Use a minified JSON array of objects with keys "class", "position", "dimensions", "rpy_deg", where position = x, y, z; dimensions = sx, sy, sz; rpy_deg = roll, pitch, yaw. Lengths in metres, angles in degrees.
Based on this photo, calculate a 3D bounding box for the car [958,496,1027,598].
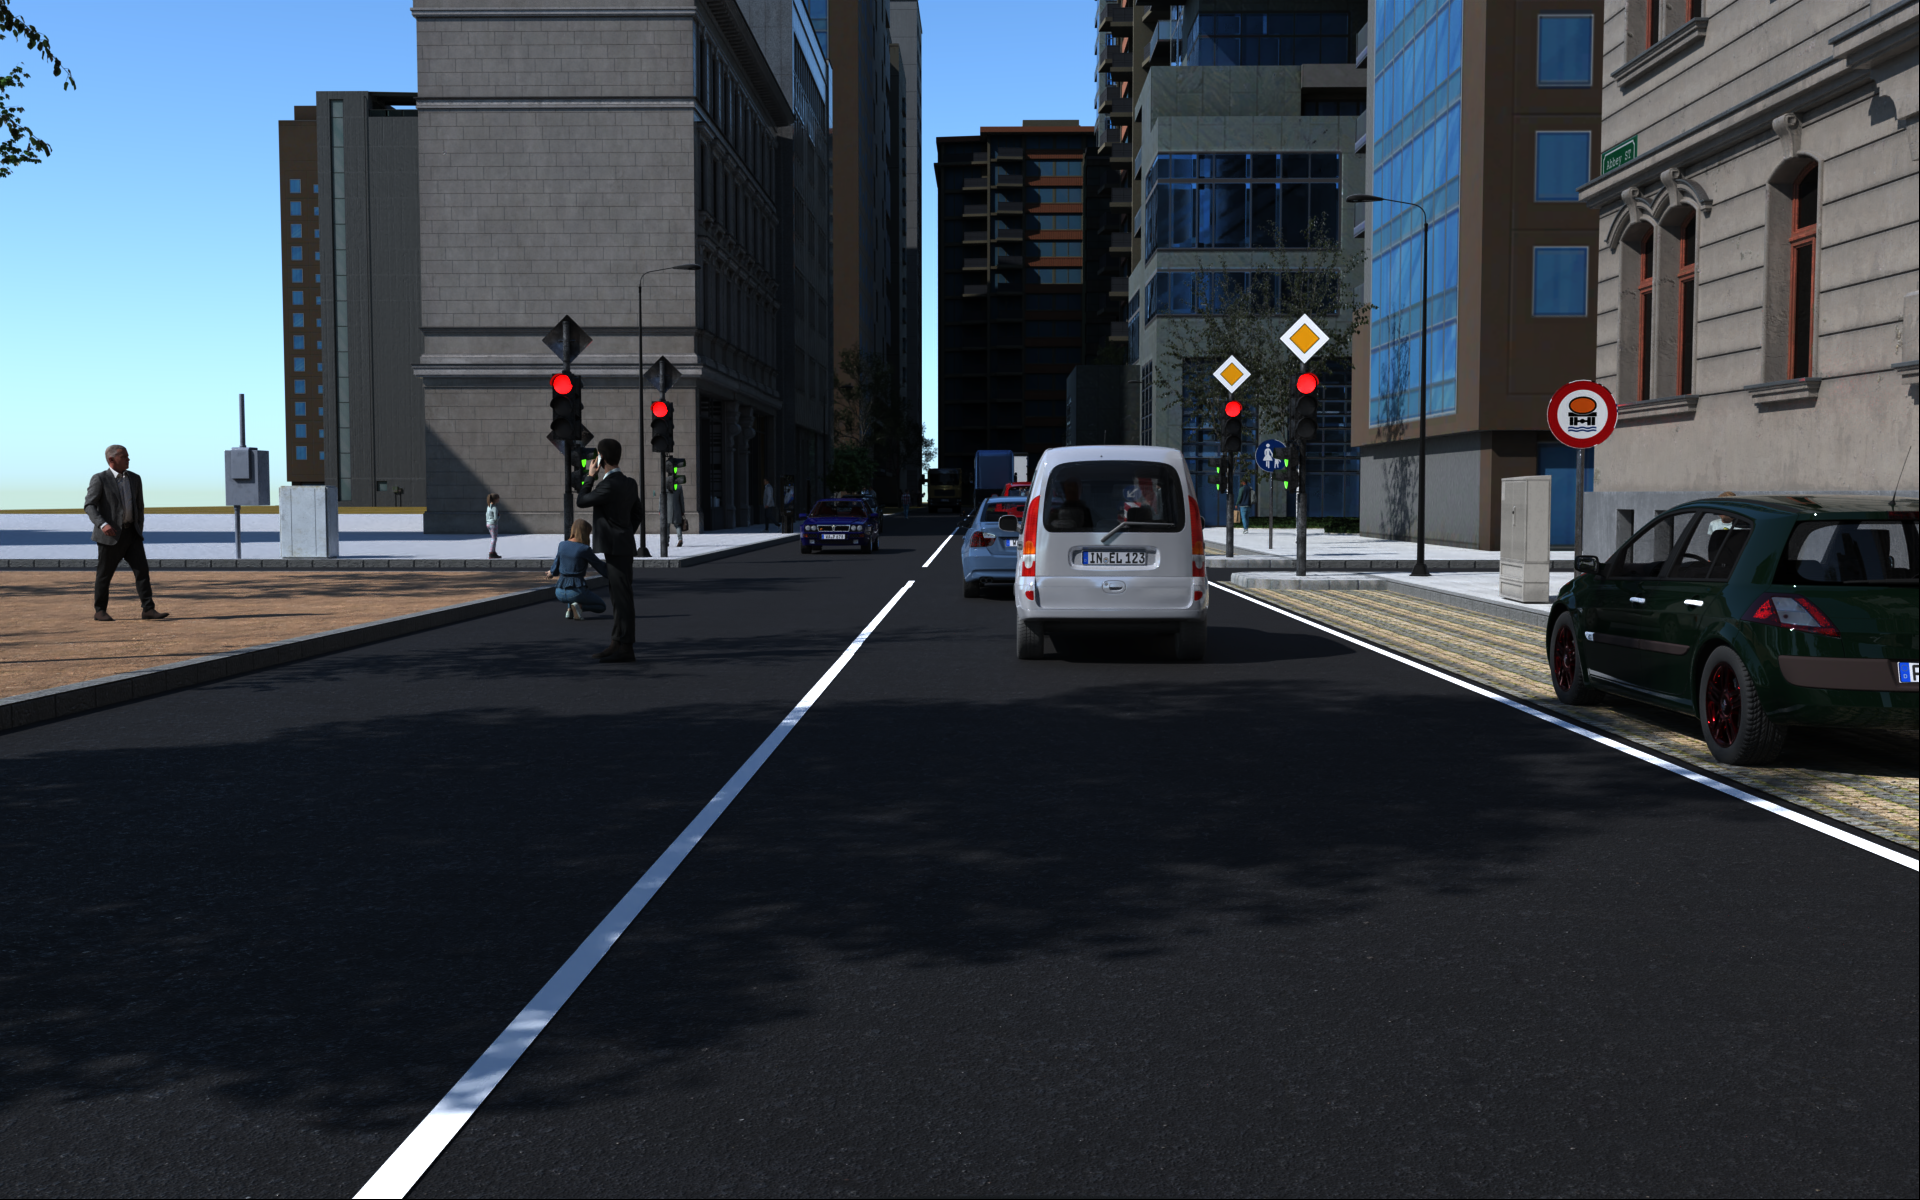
[{"class":"car","position":[0.950,-0.807,25.205],"dimensions":[2.014,1.417,4.499],"rpy_deg":[0,4,2]}]

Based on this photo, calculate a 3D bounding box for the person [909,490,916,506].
[{"class":"person","position":[-4.949,-10.837,183.754],"dimensions":[0.617,1.759,0.750],"rpy_deg":[3,5,43]}]

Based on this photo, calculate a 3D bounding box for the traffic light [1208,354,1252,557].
[{"class":"traffic light","position":[5.451,-2.818,34.996],"dimensions":[0.839,4.253,0.868],"rpy_deg":[0,4,1]}]

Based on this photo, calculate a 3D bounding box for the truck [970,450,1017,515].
[{"class":"truck","position":[2.151,-6.754,100.183],"dimensions":[2.967,4.110,18.799],"rpy_deg":[0,4,0]}]

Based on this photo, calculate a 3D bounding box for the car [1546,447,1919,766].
[{"class":"car","position":[4.903,-0.043,10.482],"dimensions":[2.009,1.686,4.222],"rpy_deg":[0,4,2]}]

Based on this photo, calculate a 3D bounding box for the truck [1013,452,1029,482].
[{"class":"truck","position":[3.495,-8.158,122.289],"dimensions":[2.839,4.237,11.283],"rpy_deg":[0,4,1]}]

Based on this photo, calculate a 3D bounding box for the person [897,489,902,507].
[{"class":"person","position":[-5.578,-9.356,159.733],"dimensions":[0.721,1.735,1.217],"rpy_deg":[1,4,11]}]

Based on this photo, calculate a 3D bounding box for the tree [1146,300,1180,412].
[{"class":"tree","position":[8.038,-6.250,52.552],"dimensions":[4.360,8.622,3.978],"rpy_deg":[0,3,0]}]

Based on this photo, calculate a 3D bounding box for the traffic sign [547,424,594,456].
[{"class":"traffic sign","position":[-6.261,-1.717,27.800],"dimensions":[0.795,2.593,0.064],"rpy_deg":[0,4,8]}]

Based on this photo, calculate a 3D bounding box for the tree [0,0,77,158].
[{"class":"tree","position":[-8.042,-3.792,12.370],"dimensions":[4.360,8.622,3.978],"rpy_deg":[0,3,0]}]

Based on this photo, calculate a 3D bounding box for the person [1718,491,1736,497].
[{"class":"person","position":[6.757,-0.306,15.292],"dimensions":[0.306,1.304,0.590],"rpy_deg":[2,4,29]}]

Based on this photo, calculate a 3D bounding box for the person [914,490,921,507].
[{"class":"person","position":[-4.191,-9.981,170.034],"dimensions":[0.742,1.727,0.445],"rpy_deg":[1,4,14]}]

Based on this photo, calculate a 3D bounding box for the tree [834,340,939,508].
[{"class":"tree","position":[-6.527,-10.500,106.093],"dimensions":[8.767,10.594,7.601],"rpy_deg":[1,4,14]}]

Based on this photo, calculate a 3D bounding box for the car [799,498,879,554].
[{"class":"car","position":[-2.949,-1.848,42.797],"dimensions":[1.945,1.354,3.894],"rpy_deg":[0,4,1]}]

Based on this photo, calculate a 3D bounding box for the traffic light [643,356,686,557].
[{"class":"traffic light","position":[-6.009,-2.828,35.160],"dimensions":[0.839,4.253,0.868],"rpy_deg":[0,4,1]}]

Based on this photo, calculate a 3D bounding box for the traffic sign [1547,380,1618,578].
[{"class":"traffic sign","position":[6.935,-1.179,19.382],"dimensions":[0.768,2.556,0.104],"rpy_deg":[0,4,7]}]

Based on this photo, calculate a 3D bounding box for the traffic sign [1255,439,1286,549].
[{"class":"traffic sign","position":[7.259,-2.464,40.390],"dimensions":[0.768,2.556,0.104],"rpy_deg":[0,4,5]}]

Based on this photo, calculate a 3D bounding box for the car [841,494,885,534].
[{"class":"car","position":[-3.731,-3.287,63.523],"dimensions":[2.009,1.686,4.222],"rpy_deg":[0,4,-1]}]

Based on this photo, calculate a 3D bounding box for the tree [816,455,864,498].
[{"class":"tree","position":[-6.018,-5.552,85.369],"dimensions":[1.663,3.219,1.824],"rpy_deg":[0,3,0]}]

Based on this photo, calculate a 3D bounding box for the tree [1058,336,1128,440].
[{"class":"tree","position":[9.296,-10.291,102.667],"dimensions":[7.601,10.594,8.767],"rpy_deg":[-1,4,-17]}]

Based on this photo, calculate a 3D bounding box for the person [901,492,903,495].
[{"class":"person","position":[-4.639,-8.311,145.164],"dimensions":[0.697,1.427,0.421],"rpy_deg":[-3,4,-37]}]

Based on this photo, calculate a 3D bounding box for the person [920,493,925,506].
[{"class":"person","position":[-3.986,-10.530,181.448],"dimensions":[0.697,1.427,0.421],"rpy_deg":[-1,4,-14]}]

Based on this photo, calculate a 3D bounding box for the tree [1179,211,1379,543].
[{"class":"tree","position":[8.589,-5.782,44.895],"dimensions":[4.360,8.622,3.978],"rpy_deg":[0,3,0]}]

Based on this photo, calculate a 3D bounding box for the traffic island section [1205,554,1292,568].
[{"class":"traffic island section","position":[5.490,-0.785,35.109],"dimensions":[2.009,0.180,2.903],"rpy_deg":[0,4,1]}]

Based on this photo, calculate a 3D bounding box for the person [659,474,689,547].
[{"class":"person","position":[-7.014,-2.207,42.235],"dimensions":[0.694,1.812,0.767],"rpy_deg":[-2,4,-27]}]

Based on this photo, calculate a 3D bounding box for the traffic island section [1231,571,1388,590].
[{"class":"traffic island section","position":[5.364,-0.296,27.125],"dimensions":[2.009,0.180,2.903],"rpy_deg":[0,4,1]}]

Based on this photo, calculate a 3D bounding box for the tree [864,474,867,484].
[{"class":"tree","position":[-5.667,-5.949,91.866],"dimensions":[1.663,3.219,1.824],"rpy_deg":[0,3,0]}]

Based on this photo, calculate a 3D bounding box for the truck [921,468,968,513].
[{"class":"truck","position":[-1.165,-8.374,132.840],"dimensions":[3.469,3.379,9.791],"rpy_deg":[0,4,0]}]

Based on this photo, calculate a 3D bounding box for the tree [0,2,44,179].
[{"class":"tree","position":[-14.942,-5.785,20.335],"dimensions":[9.928,11.665,9.643],"rpy_deg":[0,3,0]}]

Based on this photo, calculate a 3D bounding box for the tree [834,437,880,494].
[{"class":"tree","position":[-6.309,-7.126,100.226],"dimensions":[4.285,4.588,4.351],"rpy_deg":[0,3,0]}]

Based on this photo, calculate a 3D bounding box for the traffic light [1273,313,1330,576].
[{"class":"traffic light","position":[5.325,-2.330,27.012],"dimensions":[0.839,4.253,0.868],"rpy_deg":[0,4,1]}]

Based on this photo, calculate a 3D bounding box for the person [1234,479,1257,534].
[{"class":"person","position":[9.131,-3.039,55.716],"dimensions":[0.794,1.824,0.713],"rpy_deg":[-1,4,-10]}]

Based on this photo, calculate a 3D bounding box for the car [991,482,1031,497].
[{"class":"car","position":[2.122,-2.773,54.015],"dimensions":[2.281,1.827,5.304],"rpy_deg":[0,3,0]}]

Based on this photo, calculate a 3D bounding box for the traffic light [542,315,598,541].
[{"class":"traffic light","position":[-6.136,-2.340,27.176],"dimensions":[0.839,4.253,0.868],"rpy_deg":[0,4,1]}]
